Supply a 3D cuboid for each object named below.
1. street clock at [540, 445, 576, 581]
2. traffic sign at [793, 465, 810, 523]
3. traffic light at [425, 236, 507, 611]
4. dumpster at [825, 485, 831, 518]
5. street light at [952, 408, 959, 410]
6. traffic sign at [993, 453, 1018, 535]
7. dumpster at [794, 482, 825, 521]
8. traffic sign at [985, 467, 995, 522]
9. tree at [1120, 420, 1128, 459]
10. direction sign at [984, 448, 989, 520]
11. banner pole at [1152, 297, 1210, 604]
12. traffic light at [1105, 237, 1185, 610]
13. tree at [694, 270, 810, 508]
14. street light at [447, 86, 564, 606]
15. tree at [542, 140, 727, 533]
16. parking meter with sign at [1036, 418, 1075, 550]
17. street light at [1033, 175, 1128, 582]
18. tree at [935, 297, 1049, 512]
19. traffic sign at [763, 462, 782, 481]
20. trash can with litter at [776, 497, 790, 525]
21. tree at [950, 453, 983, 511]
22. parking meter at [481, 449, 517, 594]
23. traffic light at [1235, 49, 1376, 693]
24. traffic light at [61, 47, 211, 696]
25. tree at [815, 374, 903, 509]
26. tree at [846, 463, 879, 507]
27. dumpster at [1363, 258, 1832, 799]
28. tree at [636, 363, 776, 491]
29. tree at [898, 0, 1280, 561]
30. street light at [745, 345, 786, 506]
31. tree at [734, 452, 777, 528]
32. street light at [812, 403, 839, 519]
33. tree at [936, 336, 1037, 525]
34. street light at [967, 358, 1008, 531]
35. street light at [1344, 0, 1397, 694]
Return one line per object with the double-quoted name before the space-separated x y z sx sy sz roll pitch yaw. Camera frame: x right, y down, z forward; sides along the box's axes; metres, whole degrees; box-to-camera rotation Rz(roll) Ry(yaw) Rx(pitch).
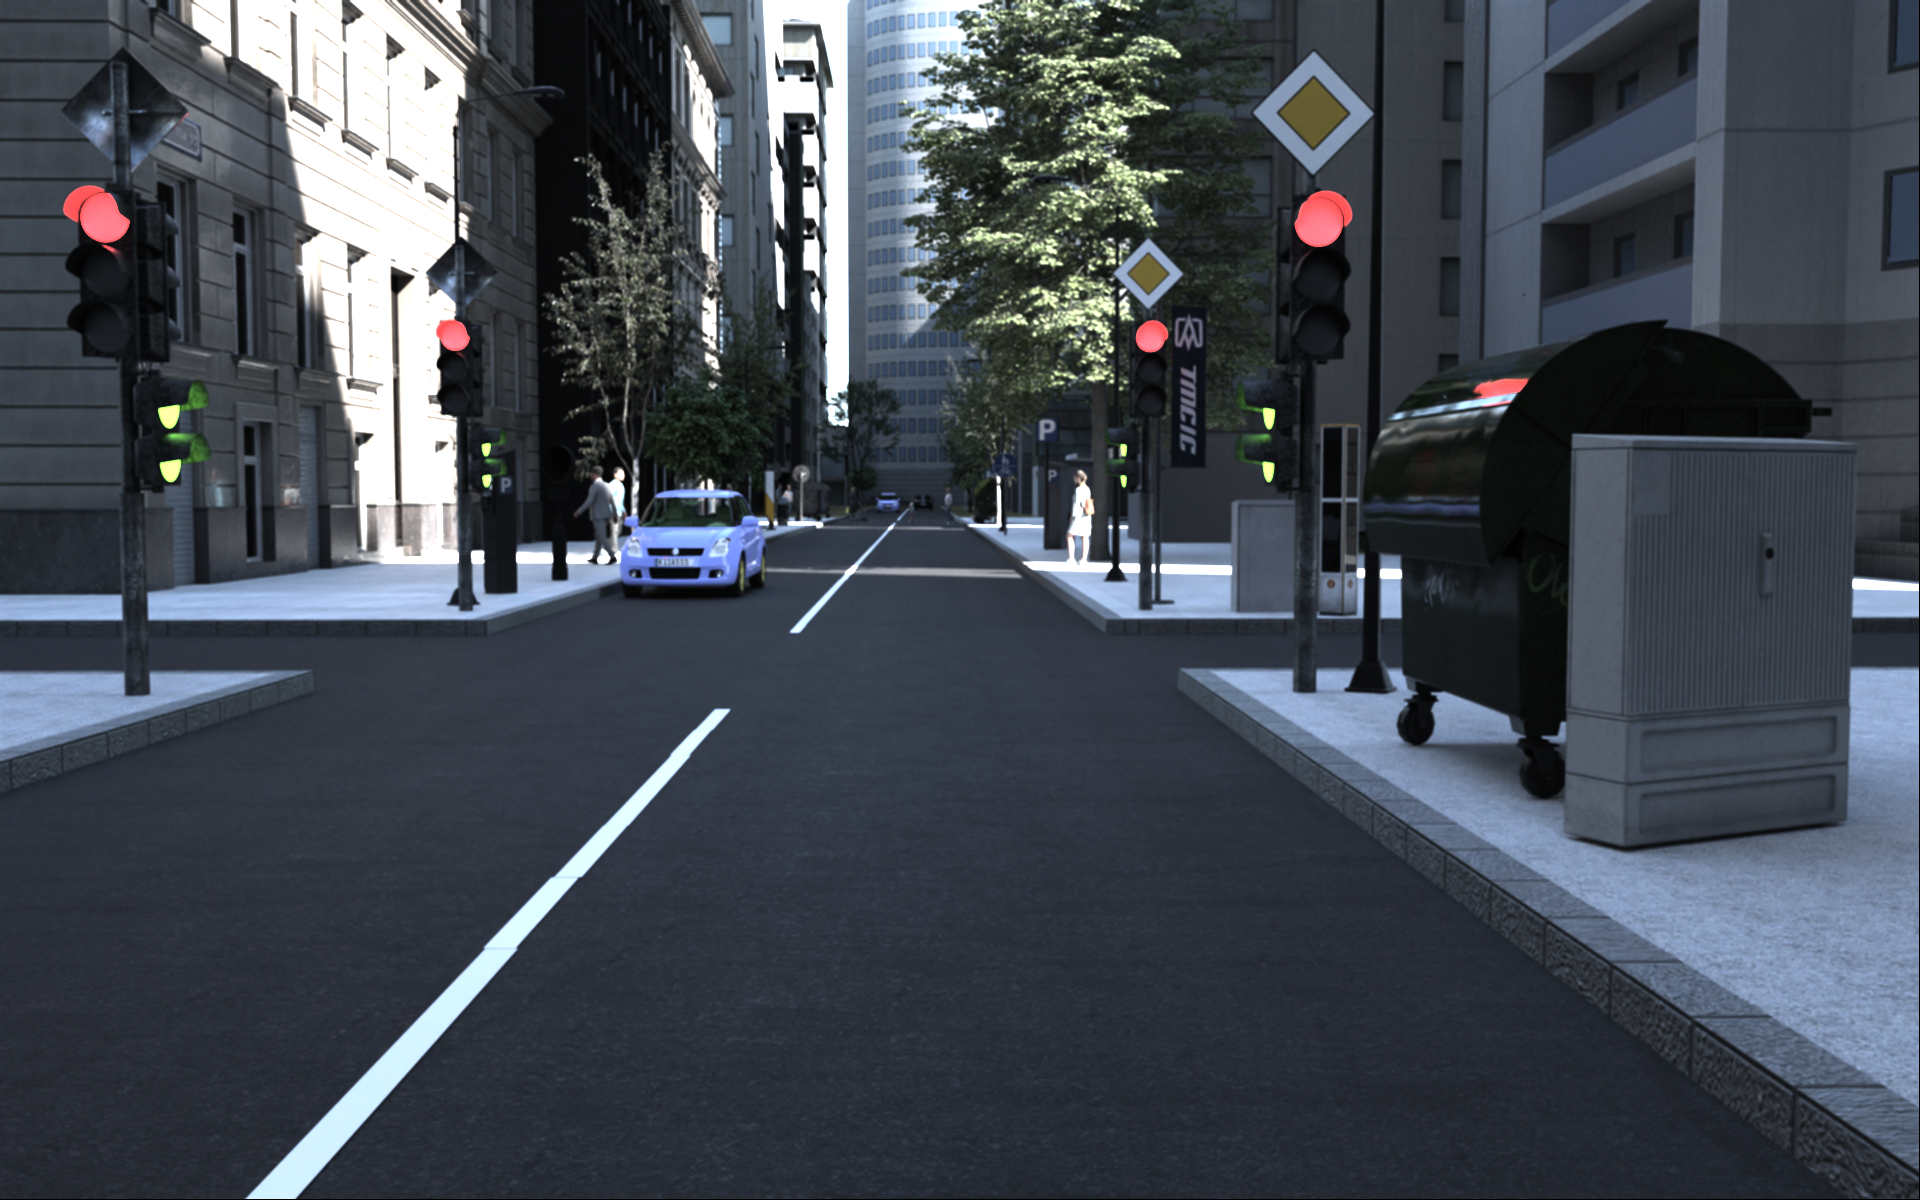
"street clock" -5.956 -1.294 25.725 0.471 2.002 0.358 0 4 5
"traffic sign" -6.954 -4.638 75.945 0.768 2.556 0.104 0 3 0
"traffic light" -5.417 -1.836 18.935 0.839 4.253 0.868 0 4 -1
"dumpster" -7.514 -5.275 92.011 1.264 1.857 1.865 0 4 -1
"street light" 0.296 -7.402 93.570 1.470 5.913 1.316 0 4 -1
"traffic sign" 1.411 -3.286 53.831 0.768 2.556 0.104 0 4 4
"dumpster" -7.213 -4.676 82.216 1.264 1.857 1.865 0 4 -1
"traffic sign" 1.415 -4.924 80.611 0.768 2.556 0.104 0 4 0
"tree" 7.135 -4.817 62.474 4.285 4.588 4.351 0 3 0
"direction sign" 1.303 -5.647 84.326 0.379 3.537 0.876 -1 4 -14
"banner pole" 2.535 -1.852 20.302 0.863 3.779 0.401 -1 4 -21
"traffic light" 2.042 -1.847 19.114 0.839 4.253 0.868 0 4 -1
"tree" -7.043 -6.558 57.582 4.737 8.622 4.395 0 3 0
"street light" -5.210 -2.896 19.889 1.470 5.913 1.316 0 4 -1
"tree" -6.936 -5.281 36.707 4.360 8.622 3.978 0 3 0
"parking meter with sign" 2.270 -2.704 40.467 0.543 3.016 1.738 1 4 19
"street light" 1.756 -3.231 25.367 1.470 5.913 1.316 0 4 -1
"tree" 1.591 -7.017 65.088 4.737 8.622 4.395 0 3 0
"traffic sign" -7.268 -4.085 66.899 0.768 2.556 0.104 0 3 0
"trash can with litter" -7.209 -3.652 71.092 0.624 1.170 1.055 -1 4 -14
"tree" 0.883 -8.885 128.985 4.285 4.588 4.351 0 3 0
"parking meter" -5.946 -1.017 22.345 0.255 1.863 0.399 3 4 36
"traffic light" 2.218 -1.358 11.131 0.839 4.253 0.868 0 4 -1
"traffic light" -5.241 -1.347 10.951 0.839 4.253 0.868 0 4 -1
"tree" -8.722 -13.644 148.834 9.928 11.665 9.643 0 3 0
"tree" -9.555 -11.391 169.954 4.285 4.588 4.351 0 3 0
"dumpster" 2.850 -0.338 8.024 1.502 2.255 1.985 0 4 -1
"tree" -6.353 -3.648 43.360 4.285 4.588 4.351 0 3 0
"tree" 2.283 -7.033 33.110 7.486 12.596 7.792 0 3 0
"street light" -6.113 -4.989 54.116 1.470 5.913 1.316 0 4 -1
"tree" -7.681 -4.330 65.399 1.663 3.219 1.824 0 3 0
"street light" -6.851 -7.079 88.275 1.470 5.913 1.316 0 4 -1
"tree" 1.396 -7.351 70.551 4.360 8.622 3.978 0 3 0
"street light" 0.946 -5.314 59.430 1.470 5.913 1.316 0 4 -1
"street light" 2.140 -2.359 11.116 1.470 5.913 1.316 0 4 -1
